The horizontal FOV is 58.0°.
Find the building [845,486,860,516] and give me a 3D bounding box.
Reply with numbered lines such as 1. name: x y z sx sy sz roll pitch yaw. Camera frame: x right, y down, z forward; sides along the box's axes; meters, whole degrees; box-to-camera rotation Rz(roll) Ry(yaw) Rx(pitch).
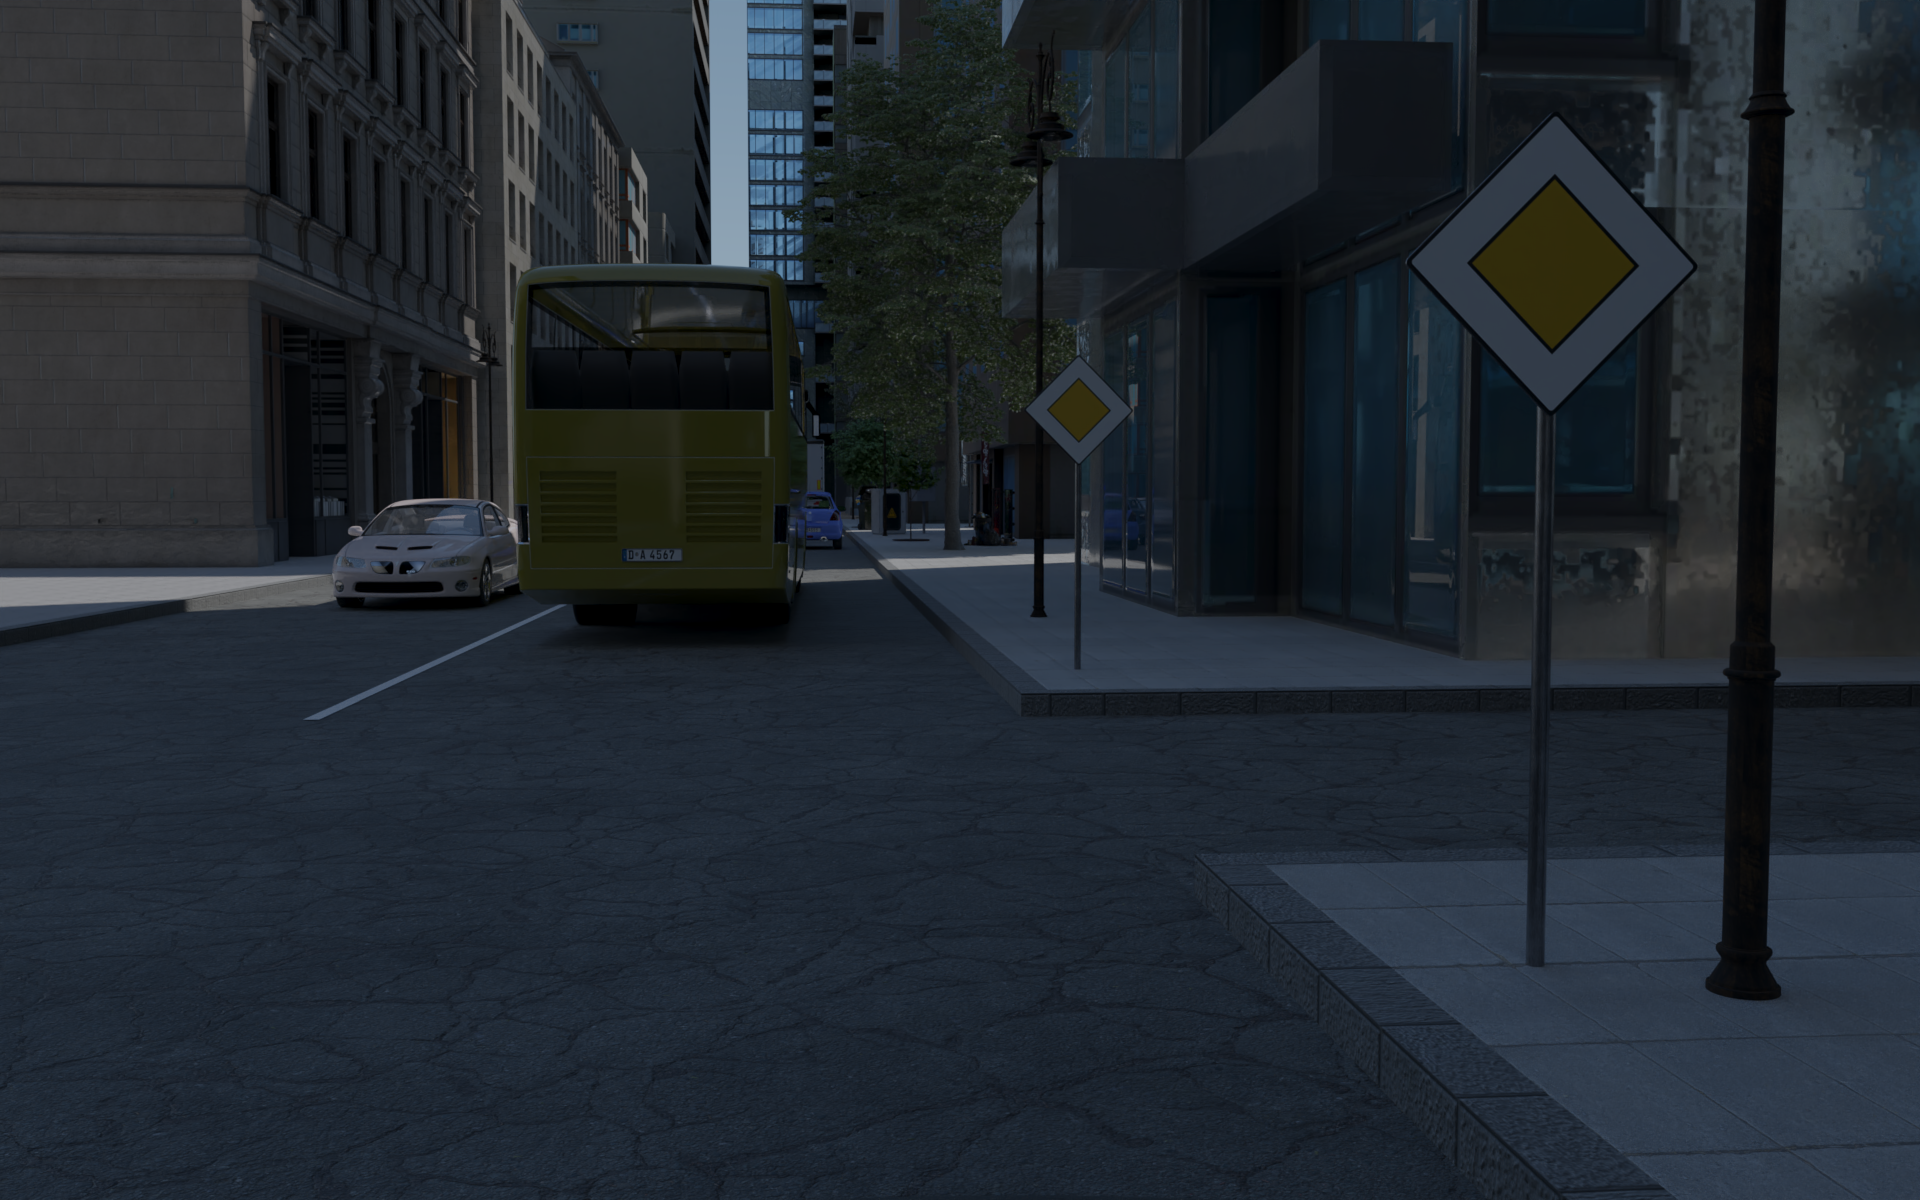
1. building: 8.902 -25.581 110.130 32.217 40.220 23.993 0 4 -5

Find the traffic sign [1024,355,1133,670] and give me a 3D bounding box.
1. traffic sign: 0.857 -0.548 12.609 0.795 2.450 0.064 0 4 -5

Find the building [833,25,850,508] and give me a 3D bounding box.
1. building: -4.331 -28.873 155.669 14.154 41.232 14.086 0 4 -5

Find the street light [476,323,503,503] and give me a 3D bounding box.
1. street light: -12.738 -4.540 47.017 0.468 5.910 1.993 0 4 -5

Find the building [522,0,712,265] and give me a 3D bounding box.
1. building: -29.209 -30.628 124.476 21.300 48.544 21.600 0 4 -5

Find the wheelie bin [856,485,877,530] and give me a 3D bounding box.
1. wheelie bin: -3.219 -3.296 61.798 0.980 1.594 0.693 -2 4 -32

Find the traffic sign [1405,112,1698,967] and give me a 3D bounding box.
1. traffic sign: 1.564 -0.062 4.655 0.795 2.450 0.064 0 4 -5

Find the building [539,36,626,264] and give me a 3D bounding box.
1. building: -20.619 -13.915 76.667 9.793 20.994 18.267 0 4 -5

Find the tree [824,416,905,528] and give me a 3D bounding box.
1. tree: -3.549 -5.058 66.418 4.285 4.588 4.351 0 3 0

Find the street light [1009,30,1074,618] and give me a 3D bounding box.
1. street light: 0.823 -2.759 17.903 0.468 5.910 1.993 0 4 -5

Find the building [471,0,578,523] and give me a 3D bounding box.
1. building: -19.419 -12.504 59.194 10.420 20.320 16.860 0 4 -5

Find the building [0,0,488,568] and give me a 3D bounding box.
1. building: -16.811 -10.992 30.630 10.553 20.767 40.483 0 4 -5

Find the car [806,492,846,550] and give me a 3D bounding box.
1. car: -3.988 -2.226 45.981 1.945 1.707 3.694 0 4 -5

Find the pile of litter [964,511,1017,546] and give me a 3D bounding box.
1. pile of litter: 0.714 -1.789 43.222 1.176 0.858 1.719 -2 4 -30

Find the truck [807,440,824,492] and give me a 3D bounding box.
1. truck: -8.884 -6.464 94.596 2.839 4.237 11.283 0 4 -7

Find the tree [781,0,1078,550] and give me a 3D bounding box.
1. tree: -0.164 -7.396 39.056 7.486 12.596 7.792 0 3 0

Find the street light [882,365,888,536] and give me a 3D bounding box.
1. street light: -2.288 -4.887 52.688 0.468 5.910 1.993 0 4 -5

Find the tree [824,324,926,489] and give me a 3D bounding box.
1. tree: -3.350 -7.395 71.263 4.360 8.622 3.978 0 3 0

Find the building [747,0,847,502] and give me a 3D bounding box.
1. building: -10.271 -53.097 180.805 31.000 86.520 22.319 0 4 -5

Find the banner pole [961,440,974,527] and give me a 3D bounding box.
1. banner pole: 0.251 -4.676 66.475 0.401 3.779 0.863 2 4 31

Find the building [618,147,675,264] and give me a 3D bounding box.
1. building: -31.396 -15.582 99.806 27.650 21.520 28.899 0 4 -5

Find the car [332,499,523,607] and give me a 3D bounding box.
1. car: -7.070 -0.679 23.458 2.083 1.381 4.827 0 4 -5

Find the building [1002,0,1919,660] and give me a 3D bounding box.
1. building: 15.745 -24.640 22.473 30.456 49.044 23.786 0 4 -5

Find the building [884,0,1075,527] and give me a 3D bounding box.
1. building: 3.679 -26.329 80.594 14.600 45.320 14.200 0 4 -5

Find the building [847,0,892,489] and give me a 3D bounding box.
1. building: 4.930 -33.399 135.305 28.713 52.752 27.495 0 4 -5

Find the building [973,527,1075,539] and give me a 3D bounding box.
1. building: 7.604 -24.769 55.078 14.600 45.320 14.200 0 4 -5

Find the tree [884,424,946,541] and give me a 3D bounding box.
1. tree: -1.433 -3.216 47.178 1.663 3.219 1.824 0 3 0

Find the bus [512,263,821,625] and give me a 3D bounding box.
1. bus: -3.263 -1.856 21.900 2.896 3.916 12.252 0 4 -4

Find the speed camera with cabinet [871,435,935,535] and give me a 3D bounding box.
1. speed camera with cabinet: -1.806 -3.735 55.405 2.038 3.252 0.660 -2 4 -29

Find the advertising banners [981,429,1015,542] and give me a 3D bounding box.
1. advertising banners: 0.992 -3.066 46.317 0.090 3.025 2.074 -1 4 -23

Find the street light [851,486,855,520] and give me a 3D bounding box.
1. street light: -5.387 -6.992 87.109 0.468 5.910 1.993 0 4 -5

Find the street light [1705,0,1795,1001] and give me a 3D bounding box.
1. street light: 2.022 -1.927 4.294 0.468 5.910 1.993 0 4 -5
